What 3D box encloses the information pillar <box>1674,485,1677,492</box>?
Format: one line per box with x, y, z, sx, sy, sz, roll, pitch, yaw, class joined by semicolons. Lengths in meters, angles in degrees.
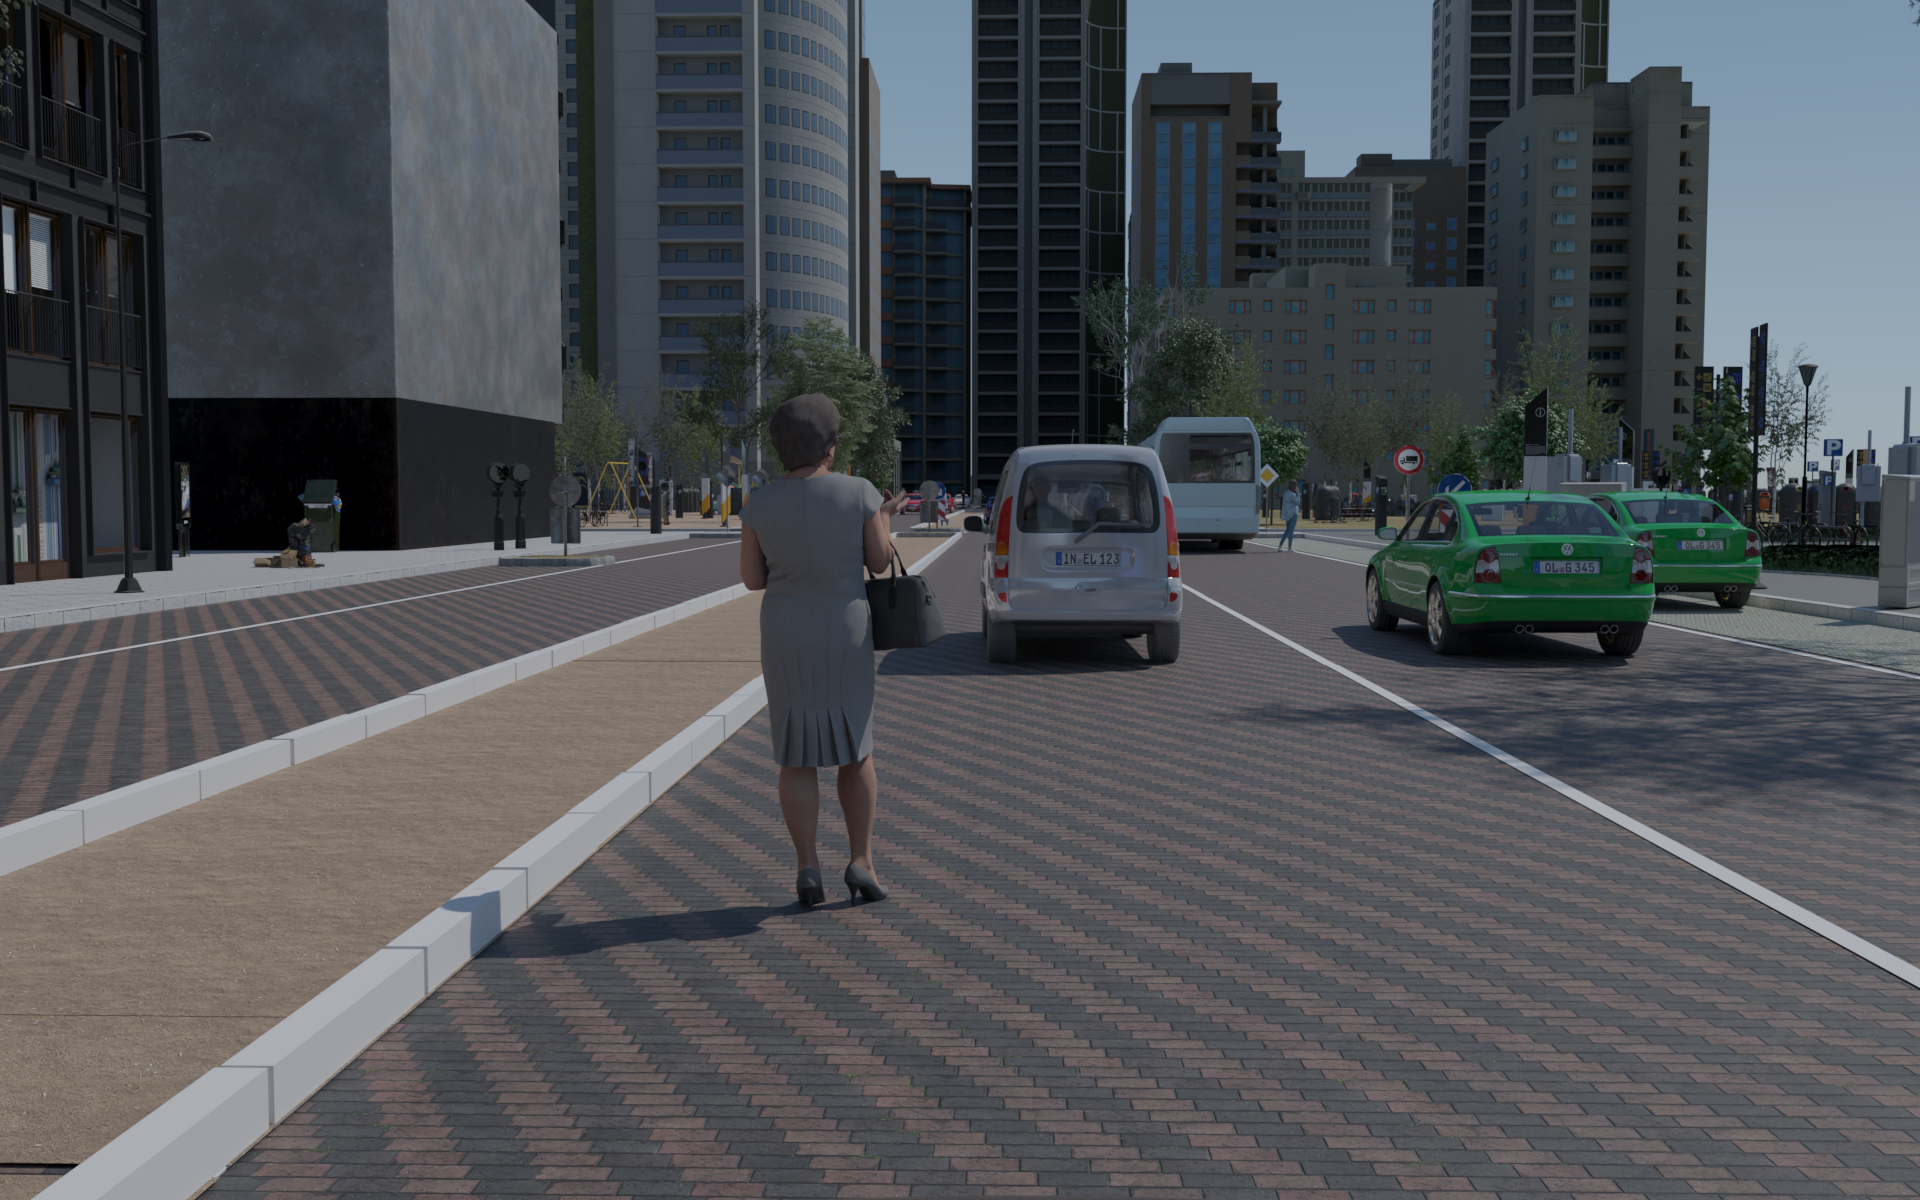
57.255;-8.221;138.897;0.304;2.012;0.304;-2;4;-25;information pillar

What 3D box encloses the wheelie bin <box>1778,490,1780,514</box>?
58.329;-7.077;123.615;0.980;1.594;0.693;-2;4;-24;wheelie bin

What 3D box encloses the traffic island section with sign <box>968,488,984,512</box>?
1.390;-8.075;140.161;2.006;1.907;1.989;0;4;2;traffic island section with sign

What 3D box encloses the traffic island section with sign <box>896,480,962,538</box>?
-1.057;-3.028;57.651;2.006;1.907;1.989;0;4;2;traffic island section with sign

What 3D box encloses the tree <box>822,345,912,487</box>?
-8.309;-13.248;133.619;9.611;12.733;9.660;0;3;0;tree

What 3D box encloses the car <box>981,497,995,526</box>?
1.880;-3.872;75.893;1.945;1.354;3.894;0;4;1;car

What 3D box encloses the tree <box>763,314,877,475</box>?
-8.671;-11.711;109.598;7.486;12.596;7.792;0;3;0;tree

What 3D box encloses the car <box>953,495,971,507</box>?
0.196;-10.958;191.525;2.083;1.381;4.827;0;4;1;car

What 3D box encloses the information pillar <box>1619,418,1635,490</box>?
20.469;-3.787;53.280;0.183;3.616;0.504;-3;5;-41;information pillar

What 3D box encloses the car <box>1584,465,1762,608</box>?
8.951;-0.872;23.050;1.959;1.807;4.718;0;4;1;car

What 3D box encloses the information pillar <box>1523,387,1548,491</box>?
12.625;-2.851;37.972;0.504;3.616;0.183;1;4;23;information pillar

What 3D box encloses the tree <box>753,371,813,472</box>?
-9.661;-9.066;98.599;4.360;8.622;3.978;0;3;0;tree

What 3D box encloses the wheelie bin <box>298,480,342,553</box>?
-14.073;-1.851;38.172;0.980;1.594;0.693;0;4;-3;wheelie bin

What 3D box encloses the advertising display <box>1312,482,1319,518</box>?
19.402;-5.486;94.913;0.123;1.923;0.974;0;4;4;advertising display

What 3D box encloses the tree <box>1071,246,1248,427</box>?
15.146;-16.919;132.509;12.611;20.169;13.585;0;3;0;tree

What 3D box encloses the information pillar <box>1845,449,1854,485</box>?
46.362;-6.052;90.299;0.183;3.616;0.504;-1;4;-13;information pillar

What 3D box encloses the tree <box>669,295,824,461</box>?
-9.796;-8.939;80.573;8.767;10.594;7.601;2;4;34;tree

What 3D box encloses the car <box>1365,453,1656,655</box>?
5.166;-0.489;16.794;1.959;1.807;4.718;0;4;2;car

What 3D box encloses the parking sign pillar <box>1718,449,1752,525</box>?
32.544;-5.143;72.567;1.447;3.967;1.447;-1;4;-12;parking sign pillar

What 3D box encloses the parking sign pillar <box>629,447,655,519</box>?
-16.591;-6.235;90.413;1.447;3.967;1.447;-1;4;-19;parking sign pillar

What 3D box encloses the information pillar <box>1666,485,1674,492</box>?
54.805;-7.916;133.925;0.304;2.012;0.304;3;5;43;information pillar

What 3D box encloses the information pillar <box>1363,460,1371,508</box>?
27.191;-7.606;115.708;0.504;3.616;0.183;2;4;23;information pillar

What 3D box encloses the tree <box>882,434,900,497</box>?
-7.228;-12.885;161.032;4.360;8.622;3.978;0;3;0;tree

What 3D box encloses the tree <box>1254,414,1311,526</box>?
12.752;-5.349;71.175;4.285;4.588;4.351;0;3;0;tree

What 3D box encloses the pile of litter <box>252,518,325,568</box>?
-11.825;-1.009;30.462;1.176;0.858;1.719;-2;4;-26;pile of litter

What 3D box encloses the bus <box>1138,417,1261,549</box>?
6.326;-3.260;48.154;2.948;3.499;13.247;0;4;4;bus

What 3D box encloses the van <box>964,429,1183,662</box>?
1.043;-0.559;16.153;2.013;2.044;4.112;0;4;0;van

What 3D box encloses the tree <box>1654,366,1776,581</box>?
11.474;-1.906;25.769;1.663;3.219;1.824;0;3;0;tree

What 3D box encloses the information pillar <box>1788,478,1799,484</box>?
36.992;-4.430;76.919;0.304;2.012;0.304;-1;4;-22;information pillar

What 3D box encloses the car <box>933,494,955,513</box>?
-1.414;-7.526;132.090;2.155;1.783;4.494;0;4;2;car

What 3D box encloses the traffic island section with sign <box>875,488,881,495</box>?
-5.657;-6.669;117.661;1.989;1.847;2.006;0;4;2;traffic island section with sign

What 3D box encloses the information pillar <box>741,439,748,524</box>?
-9.151;-5.030;73.598;0.183;3.616;0.504;-2;4;-26;information pillar

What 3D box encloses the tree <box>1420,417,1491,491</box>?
12.669;-3.003;43.704;1.663;3.219;1.824;0;3;0;tree

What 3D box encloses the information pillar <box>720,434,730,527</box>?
-9.170;-4.668;67.680;0.183;3.616;0.504;2;4;31;information pillar

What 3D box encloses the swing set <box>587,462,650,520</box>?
-16.925;-5.419;86.222;2.862;2.851;3.119;1;4;12;swing set

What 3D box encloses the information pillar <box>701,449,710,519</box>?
-13.146;-5.998;89.421;0.504;3.616;0.183;2;4;35;information pillar

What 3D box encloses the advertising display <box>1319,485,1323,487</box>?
24.549;-6.877;117.652;0.974;1.923;0.123;-3;5;-41;advertising display

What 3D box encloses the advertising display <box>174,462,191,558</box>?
-15.872;-1.846;35.389;0.123;1.923;0.974;-1;4;-15;advertising display

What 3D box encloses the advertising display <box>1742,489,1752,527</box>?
29.915;-3.699;65.684;0.974;1.923;0.123;-3;4;-37;advertising display

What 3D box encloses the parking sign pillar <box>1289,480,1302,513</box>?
22.809;-7.972;118.818;1.447;3.967;1.447;0;4;6;parking sign pillar

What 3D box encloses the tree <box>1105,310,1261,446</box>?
14.313;-11.683;108.023;9.611;12.733;9.660;0;3;0;tree

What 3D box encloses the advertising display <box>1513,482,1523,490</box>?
30.222;-5.387;93.284;0.974;1.923;0.123;-1;4;-21;advertising display

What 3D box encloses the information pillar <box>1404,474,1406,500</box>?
27.486;-7.045;106.537;0.183;3.616;0.504;-1;4;-19;information pillar

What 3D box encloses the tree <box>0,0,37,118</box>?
-11.138;-4.001;15.775;4.360;8.622;3.978;0;3;0;tree

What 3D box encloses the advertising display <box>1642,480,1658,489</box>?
32.025;-4.589;80.238;0.123;1.923;0.974;-2;4;-31;advertising display

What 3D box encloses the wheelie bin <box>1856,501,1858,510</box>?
56.680;-6.248;110.056;0.980;1.594;0.693;0;4;-6;wheelie bin

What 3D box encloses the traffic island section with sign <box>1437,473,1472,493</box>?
9.449;-1.561;34.158;1.989;1.847;2.006;0;4;2;traffic island section with sign

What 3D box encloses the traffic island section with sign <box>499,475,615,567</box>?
-8.100;-1.624;35.173;1.989;1.847;2.006;0;4;2;traffic island section with sign

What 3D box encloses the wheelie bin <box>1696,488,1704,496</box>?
39.486;-5.202;92.961;0.693;1.594;0.980;-2;4;-28;wheelie bin

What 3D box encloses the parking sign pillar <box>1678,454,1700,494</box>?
45.935;-7.379;109.126;1.447;3.967;1.447;-3;5;-43;parking sign pillar

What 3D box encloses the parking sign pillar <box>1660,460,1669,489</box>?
55.058;-9.028;136.077;1.447;3.967;1.447;-2;4;-24;parking sign pillar

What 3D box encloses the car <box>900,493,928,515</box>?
-3.238;-6.841;120.887;2.155;1.783;4.494;0;4;1;car

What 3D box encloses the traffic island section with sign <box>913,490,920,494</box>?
-4.177;-9.705;167.302;1.989;1.847;2.006;0;4;2;traffic island section with sign

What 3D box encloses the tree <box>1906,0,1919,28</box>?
11.924;-6.354;14.265;12.009;13.543;11.850;0;3;0;tree

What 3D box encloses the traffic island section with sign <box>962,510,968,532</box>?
-0.828;-3.481;65.055;2.006;1.907;1.989;0;4;2;traffic island section with sign

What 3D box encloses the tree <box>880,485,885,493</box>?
-7.088;-9.492;149.800;1.663;3.219;1.824;0;3;0;tree

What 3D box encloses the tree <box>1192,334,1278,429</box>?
12.826;-7.966;80.604;4.737;8.622;4.395;0;3;0;tree
